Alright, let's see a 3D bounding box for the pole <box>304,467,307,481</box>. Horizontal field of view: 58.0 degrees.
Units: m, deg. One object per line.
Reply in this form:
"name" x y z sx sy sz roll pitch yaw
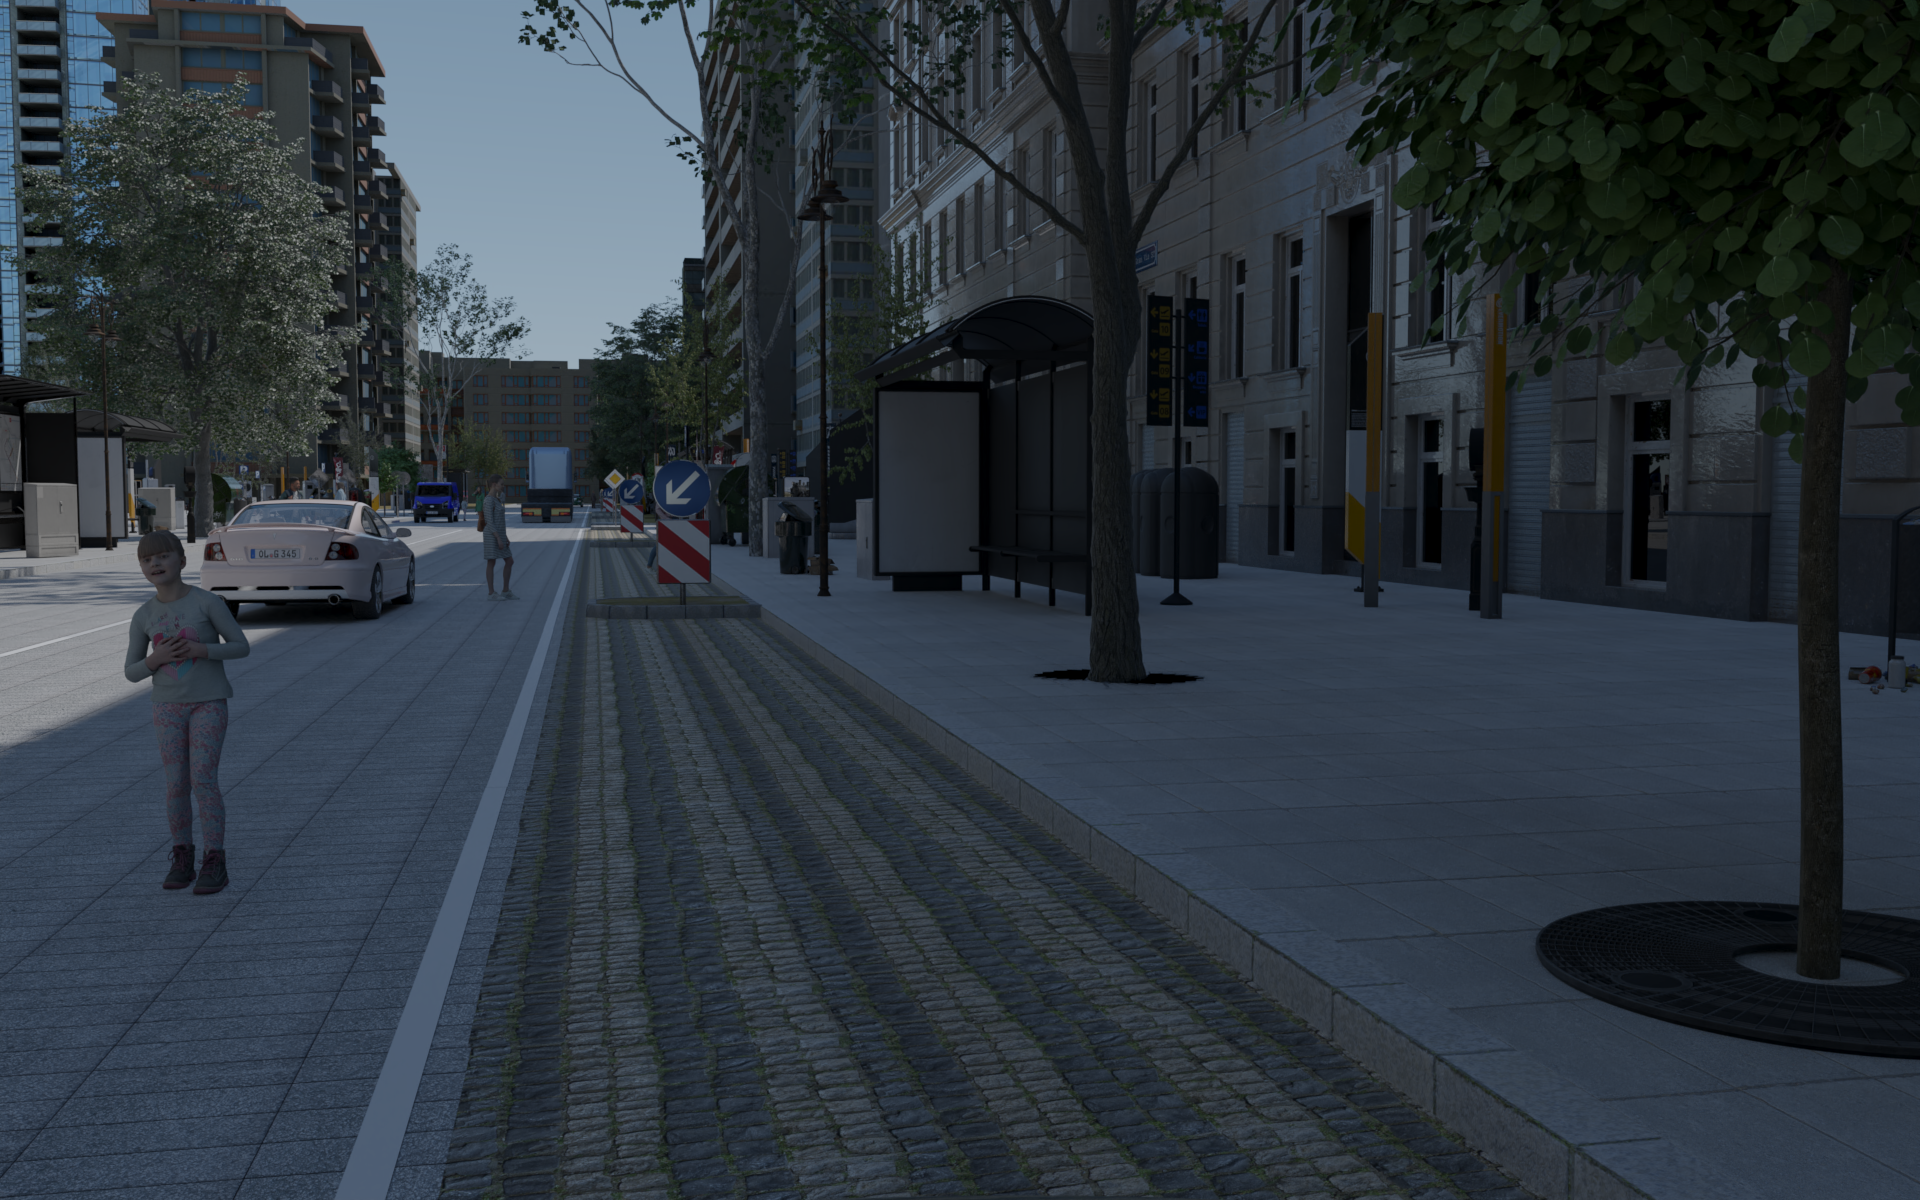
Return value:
"pole" -48.631 -8.249 128.716 0.158 3.312 0.155 0 3 0

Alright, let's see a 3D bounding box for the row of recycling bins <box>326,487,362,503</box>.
"row of recycling bins" -38.436 -6.178 108.130 3.534 1.692 1.069 3 5 42

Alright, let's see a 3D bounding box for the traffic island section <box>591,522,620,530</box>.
"traffic island section" -15.383 -3.347 76.997 2.009 0.180 2.903 -1 4 -12

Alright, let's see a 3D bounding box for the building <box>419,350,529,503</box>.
"building" -76.018 -24.717 249.167 28.899 21.520 27.650 -1 4 -12

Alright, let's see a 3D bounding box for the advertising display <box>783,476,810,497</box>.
"advertising display" -5.892 -3.501 62.453 0.974 1.923 0.123 -1 4 -17

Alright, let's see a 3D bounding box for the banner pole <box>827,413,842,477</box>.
"banner pole" -3.879 -3.886 53.560 0.863 3.779 0.401 3 4 36

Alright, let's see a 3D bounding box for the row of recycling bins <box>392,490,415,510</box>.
"row of recycling bins" -45.711 -8.377 144.081 1.069 1.692 3.534 2 4 33

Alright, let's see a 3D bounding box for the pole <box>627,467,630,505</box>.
"pole" -24.140 -8.089 126.103 0.158 3.312 0.155 0 3 0

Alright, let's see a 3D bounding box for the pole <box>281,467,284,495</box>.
"pole" -51.317 -8.404 131.249 0.158 3.312 0.155 0 3 0

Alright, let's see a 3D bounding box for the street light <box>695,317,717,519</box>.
"street light" -6.632 -4.438 45.342 0.468 5.910 1.993 -1 4 -12

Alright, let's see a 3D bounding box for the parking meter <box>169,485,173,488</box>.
"parking meter" -52.750 -6.735 115.828 0.255 1.863 0.399 -1 4 -19

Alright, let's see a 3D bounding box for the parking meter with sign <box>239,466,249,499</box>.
"parking meter with sign" -43.717 -6.672 105.340 0.543 3.016 1.738 -1 4 -10

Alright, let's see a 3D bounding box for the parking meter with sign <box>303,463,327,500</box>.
"parking meter with sign" -36.389 -6.157 96.923 1.738 3.016 0.543 -3 4 -38

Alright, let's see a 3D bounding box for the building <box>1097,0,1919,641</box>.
"building" 11.448 -14.055 27.059 12.463 27.353 25.104 -1 4 -12

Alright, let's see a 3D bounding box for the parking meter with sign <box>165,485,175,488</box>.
"parking meter with sign" -63.481 -8.741 139.179 1.738 3.016 0.543 -1 4 -10

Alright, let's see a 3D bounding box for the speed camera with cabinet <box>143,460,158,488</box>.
"speed camera with cabinet" -46.144 -6.438 99.595 2.038 3.252 0.660 2 4 33

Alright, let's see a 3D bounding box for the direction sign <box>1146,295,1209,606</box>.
"direction sign" 2.512 -1.713 20.000 0.876 3.537 0.379 -2 4 -31

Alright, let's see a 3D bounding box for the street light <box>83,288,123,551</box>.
"street light" -19.307 -4.058 39.133 0.468 5.910 1.993 -1 4 -12

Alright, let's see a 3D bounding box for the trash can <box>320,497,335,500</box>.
"trash can" -26.926 -3.811 73.961 0.748 1.137 0.748 0 3 0

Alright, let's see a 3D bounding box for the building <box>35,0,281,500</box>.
"building" -105.134 -56.532 236.962 31.000 86.520 22.319 -1 4 -12

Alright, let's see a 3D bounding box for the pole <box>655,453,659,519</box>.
"pole" -15.146 -5.671 86.559 0.158 3.312 0.155 0 3 0

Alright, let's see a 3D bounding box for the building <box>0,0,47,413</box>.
"building" -101.485 -53.833 192.844 31.000 86.520 22.319 -1 4 -12

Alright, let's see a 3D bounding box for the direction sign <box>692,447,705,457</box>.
"direction sign" -12.759 -5.638 84.171 0.876 3.537 0.379 2 4 27

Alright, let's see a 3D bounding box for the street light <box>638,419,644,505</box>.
"street light" -19.253 -8.067 104.687 0.468 5.910 1.993 -1 4 -12

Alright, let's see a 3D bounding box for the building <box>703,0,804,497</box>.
"building" -13.141 -33.212 166.720 21.300 48.544 21.600 -1 4 -12

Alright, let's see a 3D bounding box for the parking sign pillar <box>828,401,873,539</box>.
"parking sign pillar" -3.056 -3.733 49.502 1.447 3.967 1.447 0 4 7

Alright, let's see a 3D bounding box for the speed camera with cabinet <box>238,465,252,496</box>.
"speed camera with cabinet" -48.134 -7.392 115.193 0.660 3.252 2.038 2 4 28

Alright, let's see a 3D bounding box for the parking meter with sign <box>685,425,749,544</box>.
"parking meter with sign" -6.120 -2.933 44.214 1.738 3.016 0.543 -1 4 -13

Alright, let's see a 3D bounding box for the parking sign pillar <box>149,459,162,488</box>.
"parking sign pillar" -57.721 -8.304 124.236 1.447 3.967 1.447 0 4 -6

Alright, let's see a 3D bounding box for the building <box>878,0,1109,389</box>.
"building" 5.472 -15.564 51.739 12.463 27.353 25.104 -1 4 -12

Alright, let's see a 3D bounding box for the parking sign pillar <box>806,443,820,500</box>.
"parking sign pillar" -6.952 -5.891 84.782 1.447 3.967 1.447 3 5 42

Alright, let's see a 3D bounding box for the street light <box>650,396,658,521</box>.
"street light" -14.302 -6.648 81.479 0.468 5.910 1.993 -1 4 -12

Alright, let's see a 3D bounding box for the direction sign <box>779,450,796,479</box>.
"direction sign" -8.788 -5.894 88.357 0.876 3.537 0.379 -1 4 -18

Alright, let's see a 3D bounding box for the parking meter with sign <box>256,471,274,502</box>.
"parking meter with sign" -52.252 -8.235 130.896 0.543 3.016 1.738 3 4 37

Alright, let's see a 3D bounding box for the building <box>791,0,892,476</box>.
"building" 2.920 -25.117 102.538 23.993 40.220 32.217 -1 4 -12

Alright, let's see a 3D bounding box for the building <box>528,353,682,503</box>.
"building" -47.560 -25.029 254.264 28.899 21.520 27.650 -1 4 -12

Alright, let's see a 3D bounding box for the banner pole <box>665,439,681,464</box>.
"banner pole" -12.785 -5.354 77.562 0.863 3.779 0.401 -1 4 -14

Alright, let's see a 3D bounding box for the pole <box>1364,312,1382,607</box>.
"pole" 4.672 -1.575 19.594 0.158 3.312 0.155 0 3 0

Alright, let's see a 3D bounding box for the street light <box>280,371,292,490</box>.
"street light" -24.278 -5.487 62.503 0.468 5.910 1.993 -1 4 -12

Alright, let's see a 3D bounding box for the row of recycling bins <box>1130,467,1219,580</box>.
"row of recycling bins" 3.293 -1.258 27.677 1.069 1.692 3.534 0 4 -7

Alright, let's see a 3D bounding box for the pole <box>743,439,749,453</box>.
"pole" -7.901 -4.296 64.081 0.158 3.312 0.155 0 3 0

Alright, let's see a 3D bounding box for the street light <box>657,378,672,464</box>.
"street light" -11.622 -5.870 68.755 0.468 5.910 1.993 -1 4 -12

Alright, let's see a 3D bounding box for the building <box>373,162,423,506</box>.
"building" -73.280 -30.697 193.780 23.993 40.220 32.217 -1 4 -12

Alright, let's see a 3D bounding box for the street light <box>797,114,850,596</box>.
"street light" -1.707 -2.985 21.595 0.468 5.910 1.993 -1 4 -12

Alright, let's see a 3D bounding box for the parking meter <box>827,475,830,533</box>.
"parking meter" -3.792 -2.792 51.363 0.255 1.863 0.399 0 4 6

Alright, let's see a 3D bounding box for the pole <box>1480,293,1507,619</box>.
"pole" 5.473 -1.462 17.750 0.158 3.312 0.155 0 3 0

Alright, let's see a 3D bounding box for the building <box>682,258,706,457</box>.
"building" -27.171 -27.027 213.597 14.160 30.474 14.107 -1 4 -12

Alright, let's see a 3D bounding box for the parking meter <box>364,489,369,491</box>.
"parking meter" -29.393 -4.742 85.943 0.372 1.533 0.369 0 3 0

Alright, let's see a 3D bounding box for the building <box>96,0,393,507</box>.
"building" -64.597 -30.812 158.406 22.147 44.769 28.867 -1 4 -12

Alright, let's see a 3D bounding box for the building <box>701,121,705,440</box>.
"building" -16.979 -35.036 192.449 23.786 49.044 30.456 -1 4 -12
